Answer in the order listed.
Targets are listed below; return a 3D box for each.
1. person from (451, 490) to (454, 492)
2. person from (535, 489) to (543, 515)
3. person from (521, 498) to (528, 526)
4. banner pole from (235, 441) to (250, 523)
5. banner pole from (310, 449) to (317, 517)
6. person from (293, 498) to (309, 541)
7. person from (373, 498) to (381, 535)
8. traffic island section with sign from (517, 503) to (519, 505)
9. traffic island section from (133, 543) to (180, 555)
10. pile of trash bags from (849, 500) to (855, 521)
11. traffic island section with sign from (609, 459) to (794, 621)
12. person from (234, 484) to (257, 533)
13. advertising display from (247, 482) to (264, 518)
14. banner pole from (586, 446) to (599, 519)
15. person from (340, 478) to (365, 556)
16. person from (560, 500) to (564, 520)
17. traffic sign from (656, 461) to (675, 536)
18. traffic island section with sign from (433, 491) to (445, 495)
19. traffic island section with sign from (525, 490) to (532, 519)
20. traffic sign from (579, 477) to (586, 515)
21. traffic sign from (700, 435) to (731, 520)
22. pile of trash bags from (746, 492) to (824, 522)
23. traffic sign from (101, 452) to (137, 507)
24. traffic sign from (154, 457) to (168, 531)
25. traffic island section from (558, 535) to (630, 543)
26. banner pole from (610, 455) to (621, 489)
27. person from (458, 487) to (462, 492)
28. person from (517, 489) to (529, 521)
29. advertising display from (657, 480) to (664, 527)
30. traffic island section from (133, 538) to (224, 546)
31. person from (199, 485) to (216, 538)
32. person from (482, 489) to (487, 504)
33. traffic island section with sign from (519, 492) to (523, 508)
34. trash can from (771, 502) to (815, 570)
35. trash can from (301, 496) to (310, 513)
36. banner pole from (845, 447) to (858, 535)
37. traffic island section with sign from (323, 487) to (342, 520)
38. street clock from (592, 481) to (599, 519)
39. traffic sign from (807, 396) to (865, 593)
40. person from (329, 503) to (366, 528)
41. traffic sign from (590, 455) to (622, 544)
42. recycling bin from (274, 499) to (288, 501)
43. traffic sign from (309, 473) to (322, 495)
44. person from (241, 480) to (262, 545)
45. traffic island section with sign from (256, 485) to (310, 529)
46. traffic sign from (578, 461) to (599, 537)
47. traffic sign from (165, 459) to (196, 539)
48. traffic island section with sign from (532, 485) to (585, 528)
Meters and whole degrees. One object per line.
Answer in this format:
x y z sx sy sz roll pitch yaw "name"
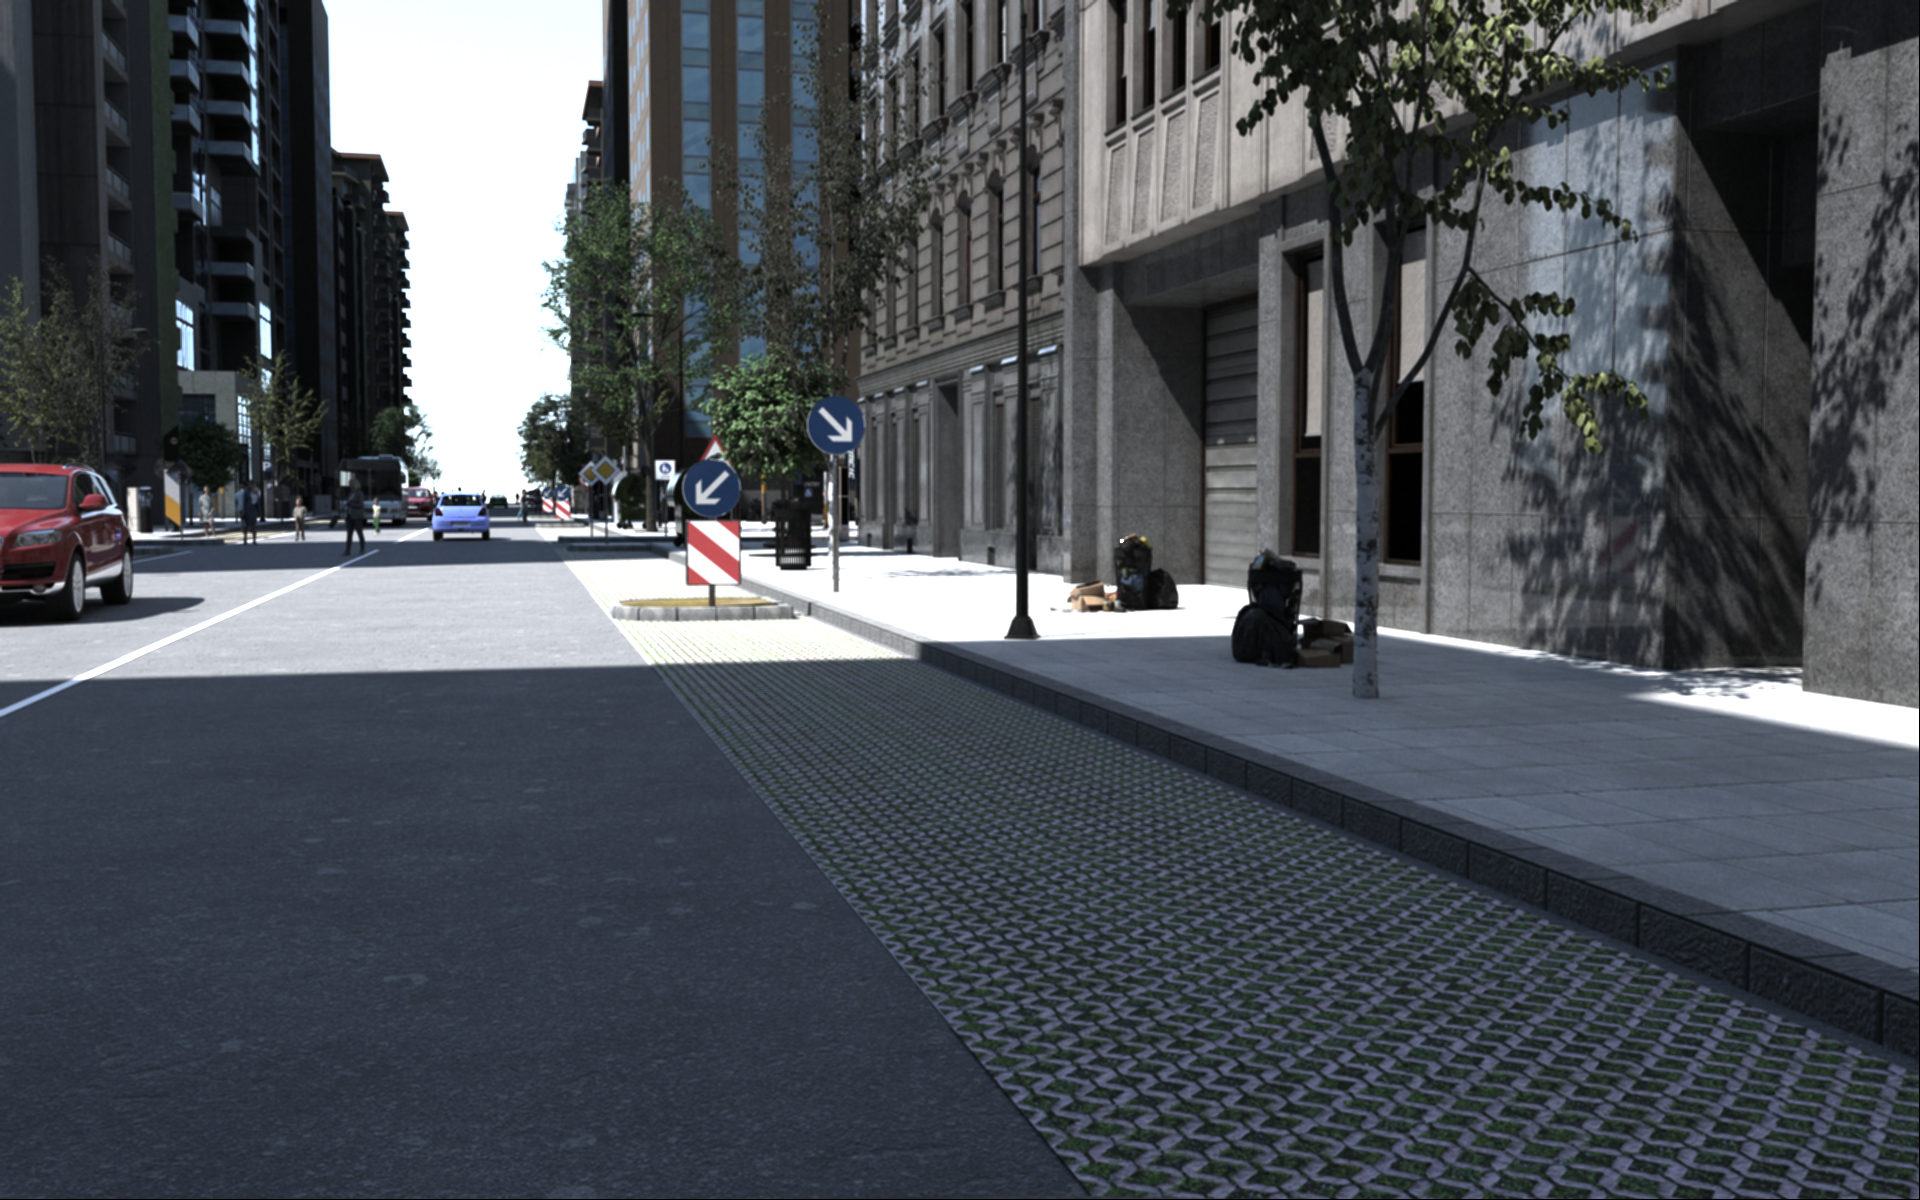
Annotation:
-44.298 -8.735 151.313 0.705 1.824 1.348 -2 4 -28 "person"
-28.387 -6.575 116.599 0.593 1.750 0.643 -3 4 -36 "person"
-19.734 -3.997 78.538 0.352 1.250 0.332 0 4 8 "person"
-31.411 -5.238 75.650 0.863 3.779 0.401 0 4 4 "banner pole"
-36.185 -6.528 96.748 0.401 3.779 0.863 -1 4 -12 "banner pole"
-20.273 -2.476 53.249 0.475 1.303 0.640 -1 4 -11 "person"
-20.395 -2.927 60.611 0.306 1.304 0.590 0 4 2 "person"
-43.472 -10.168 174.871 1.989 1.847 2.006 -1 4 -15 "traffic island section with sign"
-20.094 -1.172 41.449 2.009 0.180 2.903 -1 4 -15 "traffic island section"
-5.803 -4.468 82.803 1.912 1.369 3.447 -3 5 -40 "pile of trash bags"
-3.100 -0.716 20.337 1.989 1.847 2.006 -1 4 -15 "traffic island section with sign"
-26.136 -3.340 63.292 0.721 1.800 0.419 0 4 3 "person"
-37.536 -5.325 92.285 0.123 1.923 0.974 2 4 26 "advertising display"
-19.177 -6.148 90.542 0.863 3.779 0.401 2 4 30 "banner pole"
-14.099 -1.933 40.286 0.537 1.800 0.526 3 5 40 "person"
-21.805 -4.998 94.885 0.362 1.253 0.373 3 5 41 "person"
-8.948 -3.089 52.633 0.606 2.300 0.079 -1 4 -14 "traffic sign"
-68.283 -13.287 225.873 1.989 1.847 2.006 -1 4 -15 "traffic island section with sign"
-23.979 -5.601 100.209 1.989 1.847 2.006 -1 4 -15 "traffic island section with sign"
-22.726 -6.422 105.102 0.768 2.556 0.104 -1 4 -13 "traffic sign"
-5.360 -2.323 37.993 0.884 2.594 0.081 -1 4 -9 "traffic sign"
-8.240 -4.302 80.083 3.447 1.369 1.912 1 4 22 "pile of trash bags"
-20.073 -2.309 41.393 0.795 2.450 0.064 -1 4 -15 "traffic sign"
-27.278 -3.632 59.491 0.768 2.556 0.104 0 4 -6 "traffic sign"
-11.039 -1.821 52.053 2.009 0.180 2.903 -1 4 -15 "traffic island section"
-20.753 -7.017 104.742 0.863 3.779 0.401 -1 4 -11 "banner pole"
-25.068 -4.793 87.055 0.721 1.800 0.419 -2 4 -27 "person"
-23.376 -5.088 92.529 0.643 1.720 0.563 -1 4 -8 "person"
-11.619 -3.788 67.146 0.123 1.923 0.974 0 4 -1 "advertising display"
-22.112 -1.645 49.176 2.009 0.180 2.903 -1 4 -15 "traffic island section"
-23.361 -2.707 53.767 0.512 1.701 0.522 -1 4 -14 "person"
-39.437 -8.290 143.901 0.599 1.838 0.709 -1 4 -13 "person"
-36.563 -8.549 148.402 1.989 1.847 2.006 -1 4 -15 "traffic island section with sign"
-2.821 -1.079 29.300 0.748 1.137 0.748 0 3 0 "trash can"
-41.204 -5.938 108.737 0.748 1.137 0.748 0 3 0 "trash can"
-3.278 -3.935 54.354 0.863 3.779 0.401 2 4 29 "banner pole"
-34.741 -5.431 97.418 1.989 1.847 2.006 -1 4 -15 "traffic island section with sign"
-18.709 -5.150 88.777 0.358 2.002 0.471 2 4 28 "street clock"
-1.612 -1.370 22.501 0.768 2.556 0.104 -1 4 -14 "traffic sign"
-25.773 -3.922 72.841 1.509 1.804 0.699 -2 4 -27 "person"
-9.042 -2.483 44.243 0.795 2.450 0.064 -1 4 -15 "traffic sign"
-38.512 -5.229 98.049 0.722 1.027 0.722 -3 5 -41 "recycling bin"
-39.520 -6.493 106.261 0.768 2.556 0.104 -1 4 -11 "traffic sign"
-20.048 -2.473 48.965 0.581 1.822 0.654 -3 4 -37 "person"
-27.918 -3.835 71.338 1.989 1.847 2.006 -1 4 -15 "traffic island section with sign"
-11.060 -2.956 51.970 0.795 2.450 0.064 -1 4 -15 "traffic sign"
-22.091 -2.782 49.120 0.795 2.450 0.064 -1 4 -15 "traffic sign"
-17.038 -3.978 73.668 1.989 1.847 2.006 -1 4 -15 "traffic island section with sign"
